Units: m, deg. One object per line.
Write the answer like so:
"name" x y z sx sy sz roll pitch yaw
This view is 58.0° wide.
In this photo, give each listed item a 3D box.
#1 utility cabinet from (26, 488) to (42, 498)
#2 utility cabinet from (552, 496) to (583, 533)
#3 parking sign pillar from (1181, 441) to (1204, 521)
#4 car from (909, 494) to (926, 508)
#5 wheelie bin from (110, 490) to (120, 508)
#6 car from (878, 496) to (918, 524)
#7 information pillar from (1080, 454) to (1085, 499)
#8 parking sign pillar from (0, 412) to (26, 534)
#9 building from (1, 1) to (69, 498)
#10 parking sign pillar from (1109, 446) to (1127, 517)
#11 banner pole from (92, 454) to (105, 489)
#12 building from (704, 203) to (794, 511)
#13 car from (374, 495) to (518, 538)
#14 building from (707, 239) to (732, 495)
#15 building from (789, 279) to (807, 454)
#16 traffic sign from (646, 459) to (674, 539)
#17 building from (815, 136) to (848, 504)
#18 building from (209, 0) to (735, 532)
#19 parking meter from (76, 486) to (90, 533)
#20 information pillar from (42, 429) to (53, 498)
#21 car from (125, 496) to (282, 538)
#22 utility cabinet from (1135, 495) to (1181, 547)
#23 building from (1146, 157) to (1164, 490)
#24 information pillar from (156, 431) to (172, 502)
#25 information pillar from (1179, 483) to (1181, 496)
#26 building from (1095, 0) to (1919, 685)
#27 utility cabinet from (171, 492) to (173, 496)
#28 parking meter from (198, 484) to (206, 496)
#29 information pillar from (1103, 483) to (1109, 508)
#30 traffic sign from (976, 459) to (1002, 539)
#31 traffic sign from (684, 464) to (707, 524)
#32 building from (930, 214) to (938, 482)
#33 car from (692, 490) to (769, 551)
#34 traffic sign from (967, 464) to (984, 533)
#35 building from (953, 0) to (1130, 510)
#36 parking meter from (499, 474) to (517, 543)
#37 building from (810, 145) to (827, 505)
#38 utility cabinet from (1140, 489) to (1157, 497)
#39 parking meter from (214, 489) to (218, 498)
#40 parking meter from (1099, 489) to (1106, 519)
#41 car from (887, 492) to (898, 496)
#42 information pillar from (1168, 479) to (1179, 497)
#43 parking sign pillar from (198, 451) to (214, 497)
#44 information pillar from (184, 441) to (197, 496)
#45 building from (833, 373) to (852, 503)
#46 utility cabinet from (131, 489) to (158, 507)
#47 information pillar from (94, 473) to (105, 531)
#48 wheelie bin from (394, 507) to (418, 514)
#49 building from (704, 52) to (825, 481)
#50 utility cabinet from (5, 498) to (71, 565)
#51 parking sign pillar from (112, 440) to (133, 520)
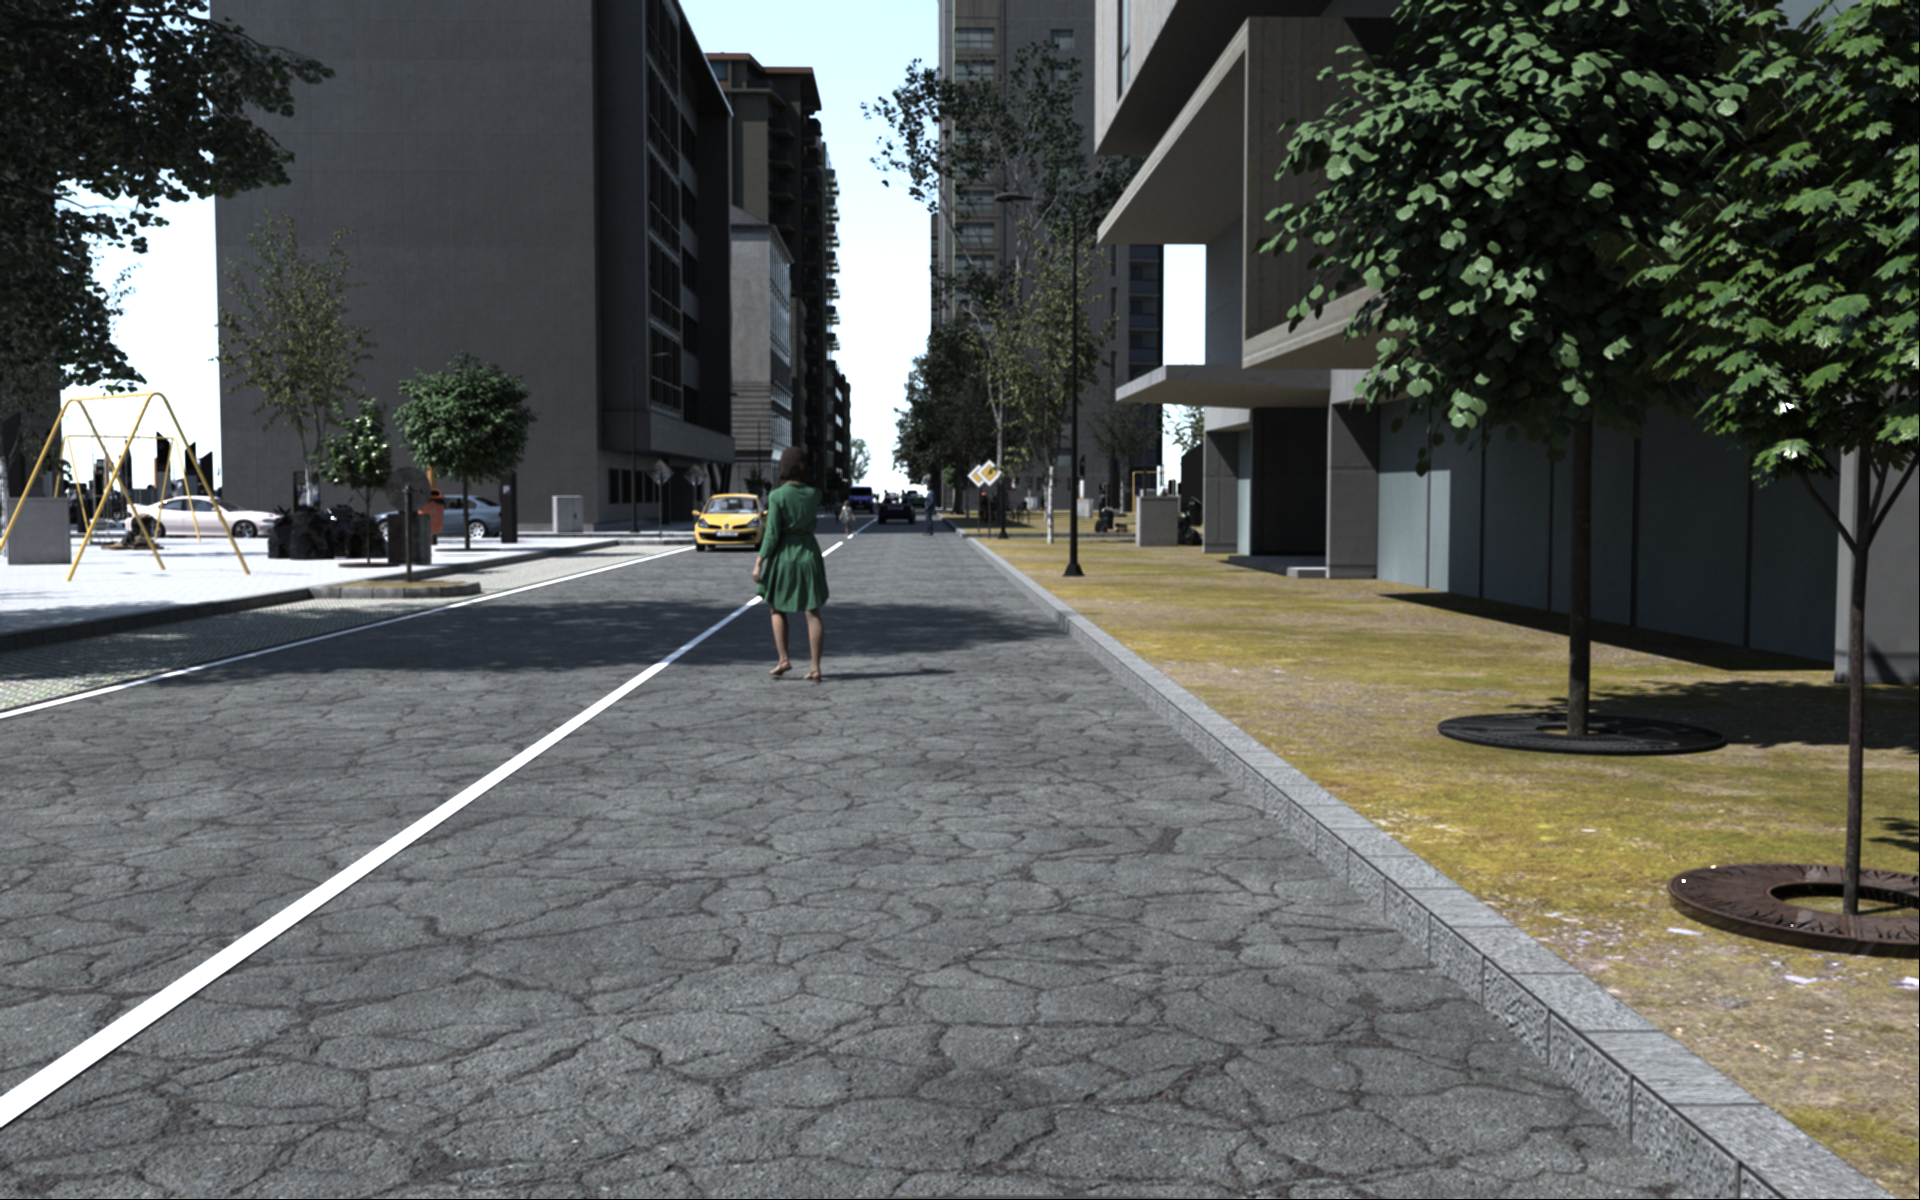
"utility cabinet" -33.849 -3.308 62.769 1.173 1.500 0.318 1 4 16
"utility cabinet" -12.932 -2.813 57.150 0.306 1.237 1.020 3 5 42
"parking sign pillar" 11.360 -5.833 83.844 1.447 3.967 1.447 1 4 22
"car" -4.477 -10.387 178.625 1.959 1.807 4.718 0 4 -3
"wheelie bin" -61.715 -7.256 126.551 0.980 1.594 0.693 3 5 39
"car" -3.046 -4.372 84.062 1.945 1.354 3.894 0 4 0
"information pillar" 7.202 -6.764 101.953 0.183 3.616 0.504 -2 4 -24
"parking sign pillar" -31.353 -4.172 56.690 1.447 3.967 1.447 -1 4 -8
"building" -47.051 -16.825 62.482 23.554 28.519 14.401 0 4 -2
"parking sign pillar" 8.660 -6.647 97.144 1.447 3.967 1.447 0 4 -3
"banner pole" -53.775 -7.219 108.053 0.863 3.779 0.401 -1 4 -9
"building" -17.021 -16.576 120.171 9.793 20.994 18.267 0 4 -2
"car" -16.146 -2.576 54.114 4.499 1.417 2.014 0 4 0
"building" -21.334 -14.011 96.540 16.820 18.784 16.811 0 4 -2
"building" -27.695 -18.445 146.615 27.650 21.520 28.899 0 4 -2
"traffic sign" -8.550 -2.801 49.431 0.795 2.450 0.064 0 4 -2
"building" -27.308 -37.397 231.049 23.786 49.044 30.456 0 4 -2
"building" -18.069 -15.489 72.309 14.314 24.678 30.058 0 4 -2
"parking meter" -28.833 -2.969 56.949 0.372 1.533 0.369 0 3 0
"information pillar" -32.851 -4.343 62.363 0.504 3.616 0.183 2 4 33
"car" -23.295 -2.529 53.714 4.827 1.381 2.083 0 4 0
"utility cabinet" 4.824 -1.912 42.422 1.020 1.237 0.306 -1 4 -17
"building" 8.733 -38.110 165.091 21.231 58.520 28.212 0 4 -2
"information pillar" -29.491 -4.453 64.155 0.183 3.616 0.504 3 5 41
"information pillar" 13.997 -6.452 109.989 0.304 2.012 0.304 3 4 38
"building" 16.670 -26.594 24.057 28.713 52.752 27.495 0 4 -2
"utility cabinet" -49.991 -6.107 108.523 1.173 1.500 0.318 -3 4 -36
"parking meter" -41.346 -5.423 94.376 0.255 1.863 0.399 3 5 43
"information pillar" 9.913 -6.894 117.205 0.304 2.012 0.304 -3 5 -44
"traffic sign" 0.842 -2.815 49.665 0.795 2.450 0.064 0 4 -2
"traffic sign" -8.766 -3.289 57.414 0.795 2.450 0.064 0 4 -2
"building" 2.673 -34.900 254.202 14.154 41.232 14.086 0 4 -2
"car" -5.807 -2.099 44.540 2.015 1.641 3.980 0 4 -2
"traffic sign" 0.625 -3.303 57.647 0.795 2.450 0.064 0 4 -2
"building" 6.410 -28.151 143.859 14.154 41.232 14.086 0 4 -2
"parking meter" -11.803 -2.419 45.258 0.399 1.863 0.255 1 4 12
"building" -22.698 -31.419 197.292 14.154 41.232 14.086 0 4 -2
"utility cabinet" 8.811 -4.418 80.912 0.318 1.500 1.173 2 4 34
"parking meter" -37.392 -4.824 87.286 0.372 1.533 0.369 0 3 0
"parking meter" 7.476 -5.040 90.813 0.372 1.533 0.369 0 3 0
"car" -11.373 -17.152 289.100 2.281 1.827 5.304 0 4 -3
"information pillar" 10.672 -5.057 87.180 0.304 2.012 0.304 3 5 43
"parking sign pillar" -46.753 -7.238 106.810 1.447 3.967 1.447 3 4 37
"information pillar" -33.720 -5.177 75.997 0.504 3.616 0.183 0 4 -7
"building" -30.770 -25.492 261.826 27.650 21.520 28.899 0 4 -2
"utility cabinet" -32.410 -3.699 69.155 1.173 1.500 0.318 0 4 -3
"information pillar" -30.062 -3.426 60.502 0.304 2.012 0.304 -2 4 -27
"wheelie bin" -15.441 -2.494 48.685 0.980 1.594 0.693 -1 4 -19
"building" -25.234 -31.824 174.947 22.147 44.769 28.867 0 4 -2
"utility cabinet" -16.829 -1.252 31.624 1.020 1.237 0.306 -2 4 -32
"parking sign pillar" -40.984 -5.911 85.113 1.447 3.967 1.447 -2 4 -33
